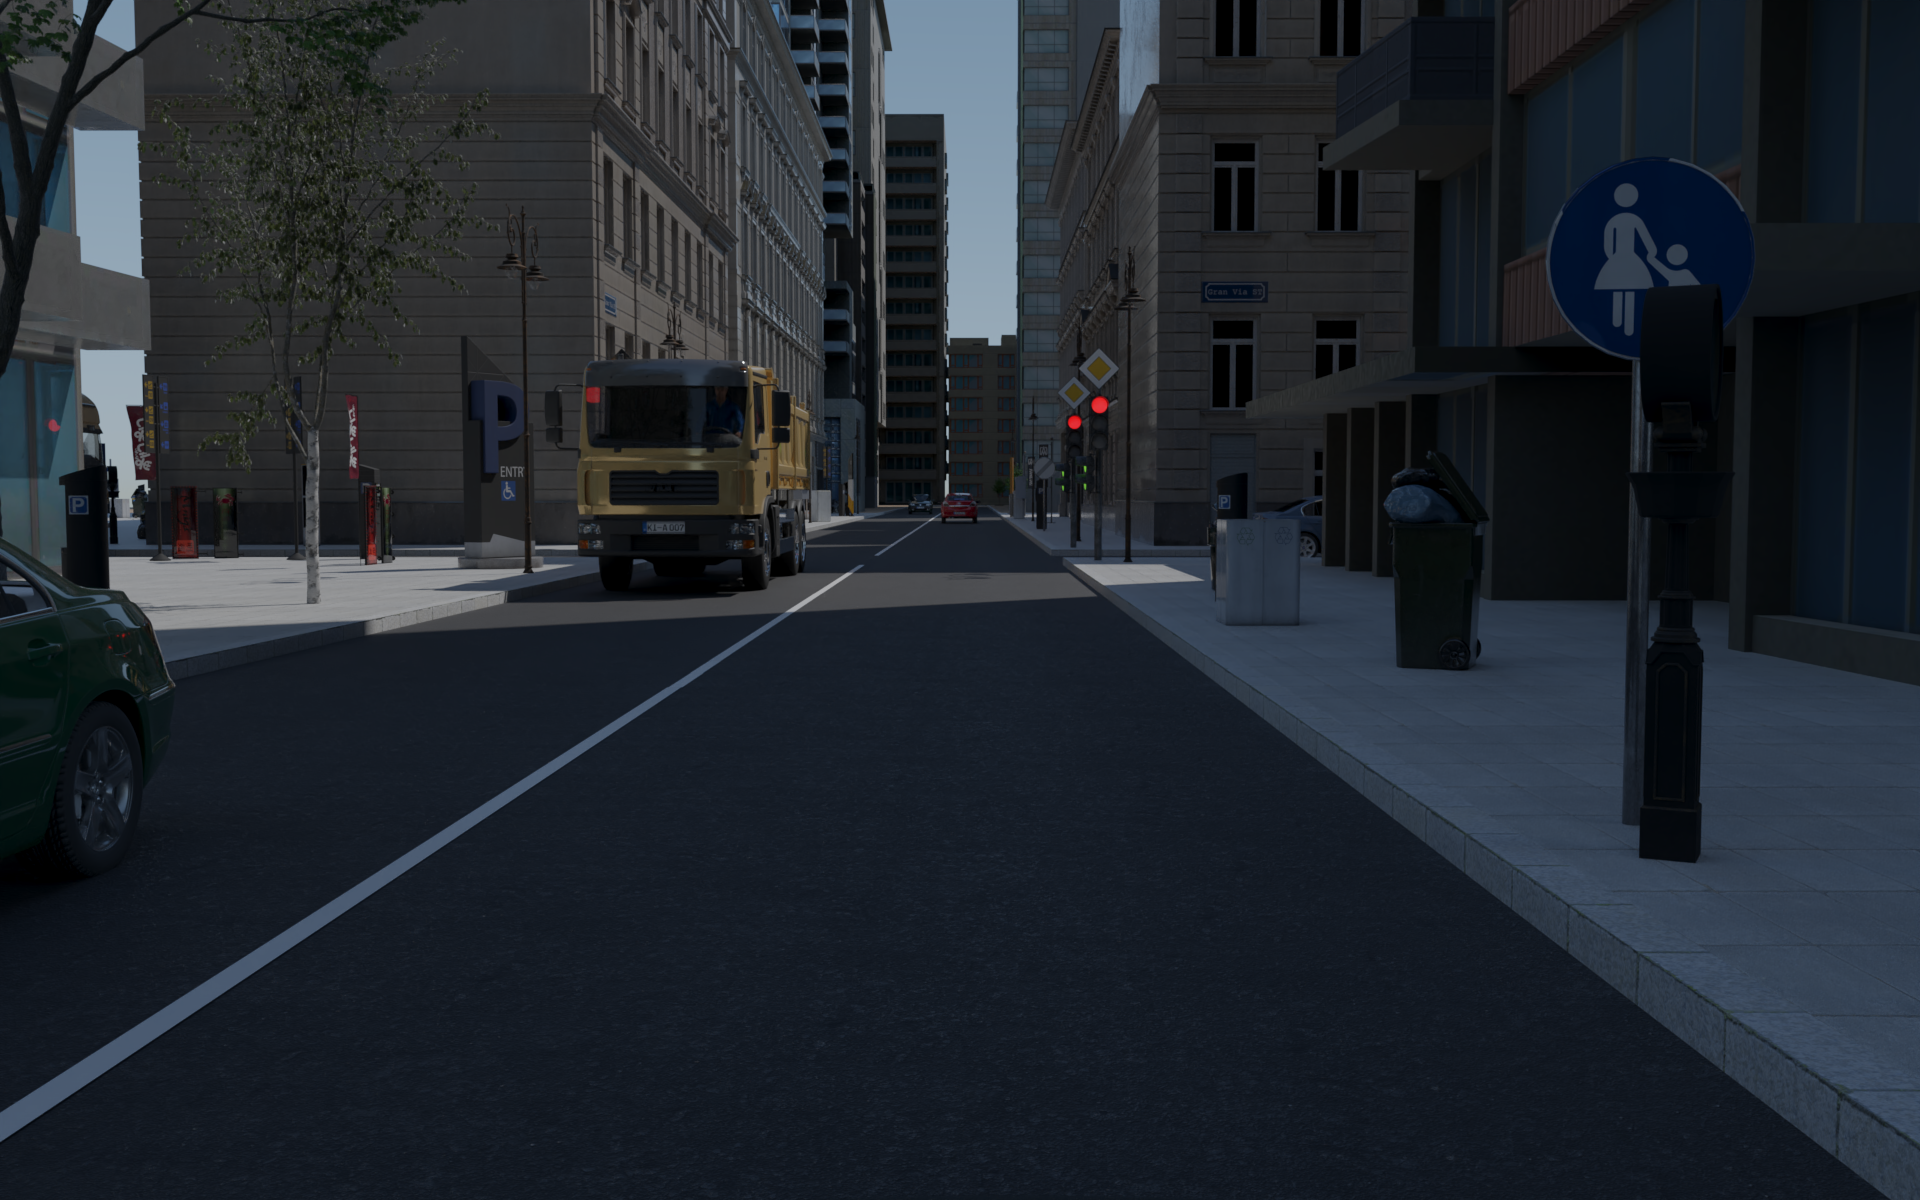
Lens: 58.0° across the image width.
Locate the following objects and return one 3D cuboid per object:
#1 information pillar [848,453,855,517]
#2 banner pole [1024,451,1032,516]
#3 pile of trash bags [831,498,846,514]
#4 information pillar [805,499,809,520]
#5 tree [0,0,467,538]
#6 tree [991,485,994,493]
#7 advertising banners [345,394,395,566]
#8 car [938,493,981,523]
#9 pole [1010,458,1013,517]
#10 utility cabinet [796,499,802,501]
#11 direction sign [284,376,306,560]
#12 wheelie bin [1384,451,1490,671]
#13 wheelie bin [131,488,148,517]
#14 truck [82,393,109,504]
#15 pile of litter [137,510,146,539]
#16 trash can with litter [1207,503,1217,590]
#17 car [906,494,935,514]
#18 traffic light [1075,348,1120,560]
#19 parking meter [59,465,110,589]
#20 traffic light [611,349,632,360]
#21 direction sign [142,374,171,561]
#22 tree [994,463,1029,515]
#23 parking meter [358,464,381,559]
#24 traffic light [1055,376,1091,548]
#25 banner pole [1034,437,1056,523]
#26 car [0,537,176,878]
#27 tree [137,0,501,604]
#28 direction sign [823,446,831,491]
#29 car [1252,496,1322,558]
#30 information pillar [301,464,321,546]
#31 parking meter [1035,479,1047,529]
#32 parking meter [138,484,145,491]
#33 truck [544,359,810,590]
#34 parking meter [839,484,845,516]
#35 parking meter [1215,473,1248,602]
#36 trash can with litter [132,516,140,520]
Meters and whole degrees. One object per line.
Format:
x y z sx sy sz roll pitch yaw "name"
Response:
-6.211 -6.564 98.673 0.183 3.616 0.504 -2 4 -32 "information pillar"
4.020 -6.812 101.387 0.863 3.779 0.401 1 4 19 "banner pole"
-9.021 -6.434 114.950 3.447 1.369 1.912 3 5 41 "pile of trash bags"
-7.712 -5.039 86.883 0.304 2.012 0.304 2 4 32 "information pillar"
-7.702 -5.376 13.651 9.928 11.665 9.643 0 3 0 "tree"
4.601 -12.203 194.119 1.663 3.219 1.824 0 3 0 "tree"
-10.665 -2.148 31.311 0.090 3.025 2.074 0 4 3 "advertising banners"
-0.038 -4.709 86.040 2.155 1.783 4.494 0 4 0 "car"
2.889 -6.294 96.744 0.158 3.312 0.155 0 3 0 "pole"
-7.536 -4.294 81.375 0.306 1.237 1.020 0 4 -1 "utility cabinet"
-12.938 -2.550 33.686 0.379 3.537 0.876 -3 5 -40 "direction sign"
3.528 -0.302 12.849 0.693 1.594 0.980 2 4 24 "wheelie bin"
-44.941 -5.324 94.956 0.693 1.594 0.980 0 4 7 "wheelie bin"
-24.211 -3.010 38.123 11.283 4.237 2.839 0 3 0 "truck"
-23.028 -2.186 49.707 1.176 0.858 1.719 0 4 -3 "pile of litter"
3.808 -0.706 22.935 1.055 1.170 0.624 1 4 21 "trash can with litter"
-2.811 -6.958 123.547 2.009 1.686 4.222 0 4 -1 "car"
2.653 -2.722 33.433 0.839 4.253 0.868 0 4 0 "traffic light"
-7.596 -0.405 15.038 0.372 1.533 0.369 0 3 0 "parking meter"
-6.509 -2.725 33.472 0.839 4.253 0.868 0 4 0 "traffic light"
-15.385 -2.521 33.210 0.379 3.537 0.876 0 4 4 "direction sign"
3.544 -7.312 114.145 1.663 3.219 1.824 0 3 0 "tree"
-11.649 -1.743 34.211 0.399 1.863 0.255 0 4 6 "parking meter"
2.701 -3.211 41.418 0.839 4.253 0.868 0 4 0 "traffic light"
3.839 -5.292 76.537 0.863 3.779 0.401 2 4 28 "banner pole"
-4.101 0.406 5.165 2.131 1.459 4.920 0 4 -1 "car"
-7.557 -4.276 20.268 4.360 8.622 3.978 0 3 0 "tree"
-6.350 -5.537 82.525 0.379 3.537 0.876 1 4 20 "direction sign"
8.475 -1.540 37.182 4.499 1.417 2.014 0 4 0 "car"
-15.937 -2.326 42.529 0.304 2.012 0.304 3 5 40 "information pillar"
2.962 -3.516 63.199 0.399 1.863 0.255 1 4 15 "parking meter"
-47.174 -5.754 99.791 0.399 1.863 0.255 -1 4 -21 "parking meter"
-4.113 -1.966 28.075 3.469 3.379 9.791 0 3 0 "truck"
-6.804 -5.750 99.724 0.255 1.863 0.399 1 4 20 "parking meter"
3.230 -0.746 20.611 0.372 1.533 0.369 0 3 0 "parking meter"
-43.041 -4.938 91.786 2.233 1.210 1.678 -3 5 -45 "trash can with litter"
